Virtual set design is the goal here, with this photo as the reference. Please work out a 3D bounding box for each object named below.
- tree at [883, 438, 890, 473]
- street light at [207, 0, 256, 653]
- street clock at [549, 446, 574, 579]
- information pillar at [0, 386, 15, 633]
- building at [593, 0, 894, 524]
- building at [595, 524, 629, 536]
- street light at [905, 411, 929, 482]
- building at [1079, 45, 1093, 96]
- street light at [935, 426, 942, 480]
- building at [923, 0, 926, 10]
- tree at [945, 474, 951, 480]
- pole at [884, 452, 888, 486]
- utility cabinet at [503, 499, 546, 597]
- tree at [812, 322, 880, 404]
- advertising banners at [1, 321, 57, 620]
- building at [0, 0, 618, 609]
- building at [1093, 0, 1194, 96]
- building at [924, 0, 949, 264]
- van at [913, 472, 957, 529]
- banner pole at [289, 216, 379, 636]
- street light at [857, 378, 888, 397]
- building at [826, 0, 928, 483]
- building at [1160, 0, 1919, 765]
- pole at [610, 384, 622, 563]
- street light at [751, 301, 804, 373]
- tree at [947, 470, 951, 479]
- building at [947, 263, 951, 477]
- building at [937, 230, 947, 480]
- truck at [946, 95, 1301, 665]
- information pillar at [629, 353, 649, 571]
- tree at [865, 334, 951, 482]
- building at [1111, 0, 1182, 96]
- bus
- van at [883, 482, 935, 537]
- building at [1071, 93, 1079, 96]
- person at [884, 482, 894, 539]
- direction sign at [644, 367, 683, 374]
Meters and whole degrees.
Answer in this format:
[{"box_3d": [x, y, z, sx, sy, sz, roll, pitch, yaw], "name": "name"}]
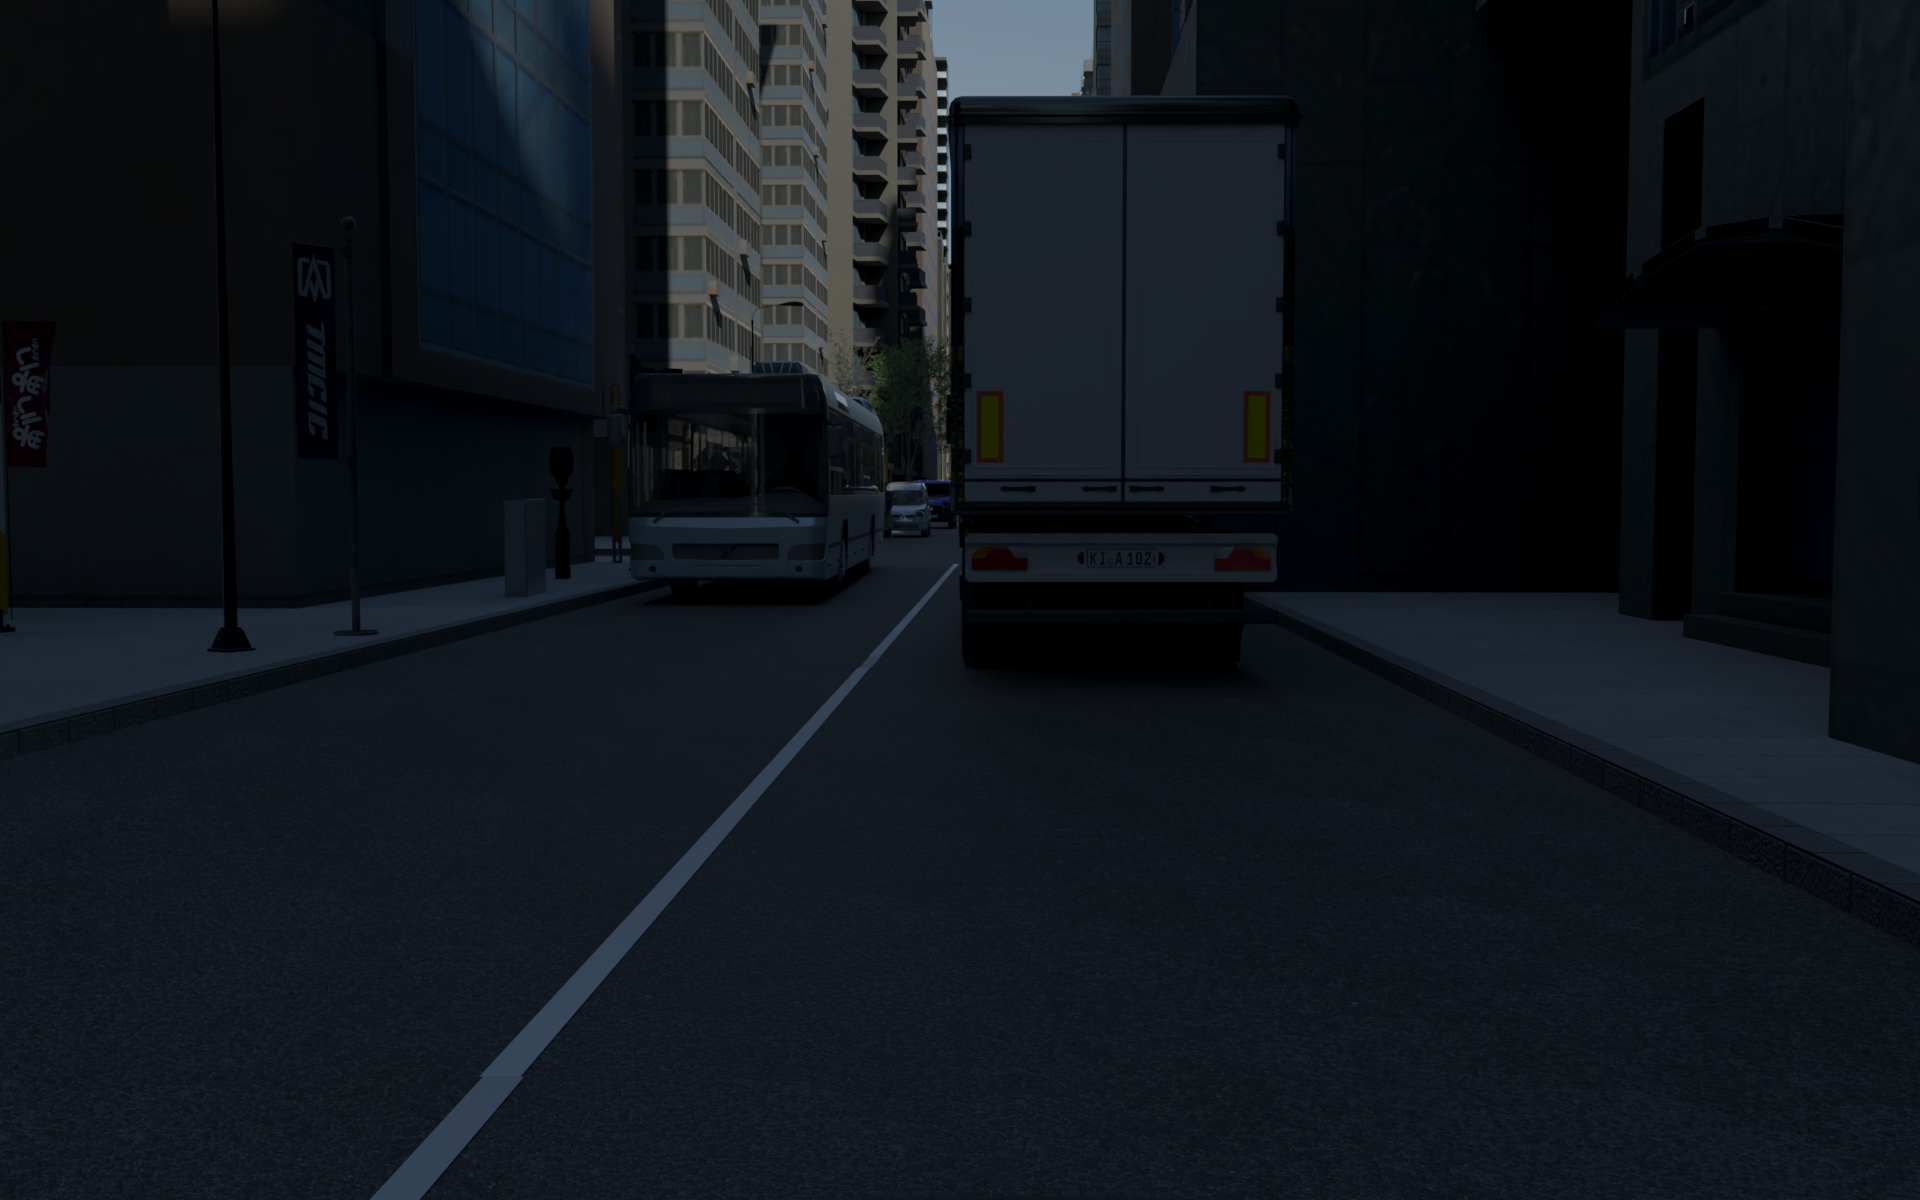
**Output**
[{"box_3d": [-4.872, -5.855, 79.443, 4.285, 4.588, 4.351, 0, 3, 0], "name": "tree"}, {"box_3d": [-5.422, -2.534, 13.968, 1.470, 5.913, 1.316, 0, 4, 2], "name": "street light"}, {"box_3d": [-6.011, -1.321, 26.161, 0.358, 2.002, 0.471, 0, 4, 5], "name": "street clock"}, {"box_3d": [-8.997, -1.497, 15.838, 0.183, 3.616, 0.504, 2, 4, 30], "name": "information pillar"}, {"box_3d": [-20.098, -24.581, 93.773, 32.217, 40.220, 23.993, 0, 4, 2], "name": "building"}, {"box_3d": [-19.733, -22.329, 56.963, 32.217, 40.220, 23.993, 0, 4, 2], "name": "building"}, {"box_3d": [-2.514, -7.629, 97.274, 1.470, 5.913, 1.316, 0, 4, 2], "name": "street light"}, {"box_3d": [23.265, -33.972, 175.055, 23.786, 49.044, 30.456, 0, 4, 2], "name": "building"}, {"box_3d": [-1.948, -8.954, 118.945, 1.470, 5.913, 1.316, 0, 4, 2], "name": "street light"}, {"box_3d": [-9.819, -30.759, 153.025, 14.600, 45.320, 14.200, 0, 4, 2], "name": "building"}, {"box_3d": [-0.883, -10.446, 165.399, 1.663, 3.219, 1.824, 0, 3, 0], "name": "tree"}, {"box_3d": [-3.607, -5.521, 84.114, 0.158, 3.312, 0.155, 0, 3, 0], "name": "pole"}, {"box_3d": [-5.551, -0.668, 22.081, 0.306, 1.237, 1.020, 0, 4, 0], "name": "utility cabinet"}, {"box_3d": [-5.169, -7.583, 74.350, 4.360, 8.622, 3.978, 0, 3, 0], "name": "tree"}, {"box_3d": [-10.183, -1.304, 17.513, 2.074, 3.025, 0.090, 0, 4, -6], "name": "advertising banners"}, {"box_3d": [-13.871, -22.949, 25.320, 14.200, 45.320, 14.600, 0, 4, 2], "name": "building"}, {"box_3d": [16.444, -26.930, 123.893, 14.154, 41.232, 14.086, 0, 4, 2], "name": "building"}, {"box_3d": [-11.136, -56.145, 230.644, 22.319, 86.520, 31.000, 0, 4, 2], "name": "building"}, {"box_3d": [-1.121, -4.217, 73.324, 2.240, 2.365, 5.245, 0, 4, 2], "name": "van"}, {"box_3d": [-5.625, -1.559, 15.514, 0.401, 3.779, 0.863, 2, 4, 28], "name": "banner pole"}, {"box_3d": [-3.569, -5.929, 69.480, 1.470, 5.913, 1.316, 0, 4, 2], "name": "street light"}, {"box_3d": [-13.925, -29.177, 131.675, 22.147, 44.769, 28.867, 0, 4, 2], "name": "building"}, {"box_3d": [14.019, -42.935, 14.664, 22.319, 86.520, 31.000, 0, 4, 2], "name": "building"}, {"box_3d": [-6.369, -2.339, 32.089, 0.158, 3.312, 0.155, 0, 3, 0], "name": "pole"}, {"box_3d": [-4.463, -4.240, 41.859, 1.470, 5.913, 1.316, 0, 4, 2], "name": "street light"}, {"box_3d": [0.027, -12.773, 192.544, 4.285, 4.588, 4.351, 0, 3, 0], "name": "tree"}, {"box_3d": [-7.671, -26.746, 208.993, 14.160, 30.474, 14.107, 0, 4, 2], "name": "building"}, {"box_3d": [-9.023, -25.127, 182.526, 14.160, 30.474, 14.107, 0, 4, 2], "name": "building"}, {"box_3d": [1.199, -1.768, 17.826, 2.839, 4.237, 11.283, 0, 4, 0], "name": "truck"}, {"box_3d": [-5.328, -2.303, 29.004, 0.183, 3.616, 0.504, 2, 4, 32], "name": "information pillar"}, {"box_3d": [-3.180, -11.431, 112.644, 9.928, 11.665, 9.643, 0, 3, 0], "name": "tree"}, {"box_3d": [13.397, -25.675, 69.900, 14.600, 45.320, 14.200, 0, 4, 2], "name": "building"}, {"box_3d": [-2.882, -2.006, 27.659, 2.948, 3.499, 13.247, 0, 4, 1], "name": "bus"}, {"box_3d": [-1.852, -3.161, 58.688, 2.013, 2.044, 4.112, 0, 4, 1], "name": "van"}, {"box_3d": [24.542, -43.972, 260.939, 21.231, 58.520, 28.212, 0, 4, 2], "name": "building"}, {"box_3d": [-2.362, -2.848, 55.047, 0.794, 1.824, 0.713, 2, 4, 35], "name": "person"}, {"box_3d": [-5.400, -2.396, 31.169, 0.876, 3.537, 0.379, -2, 4, -26], "name": "direction sign"}]
